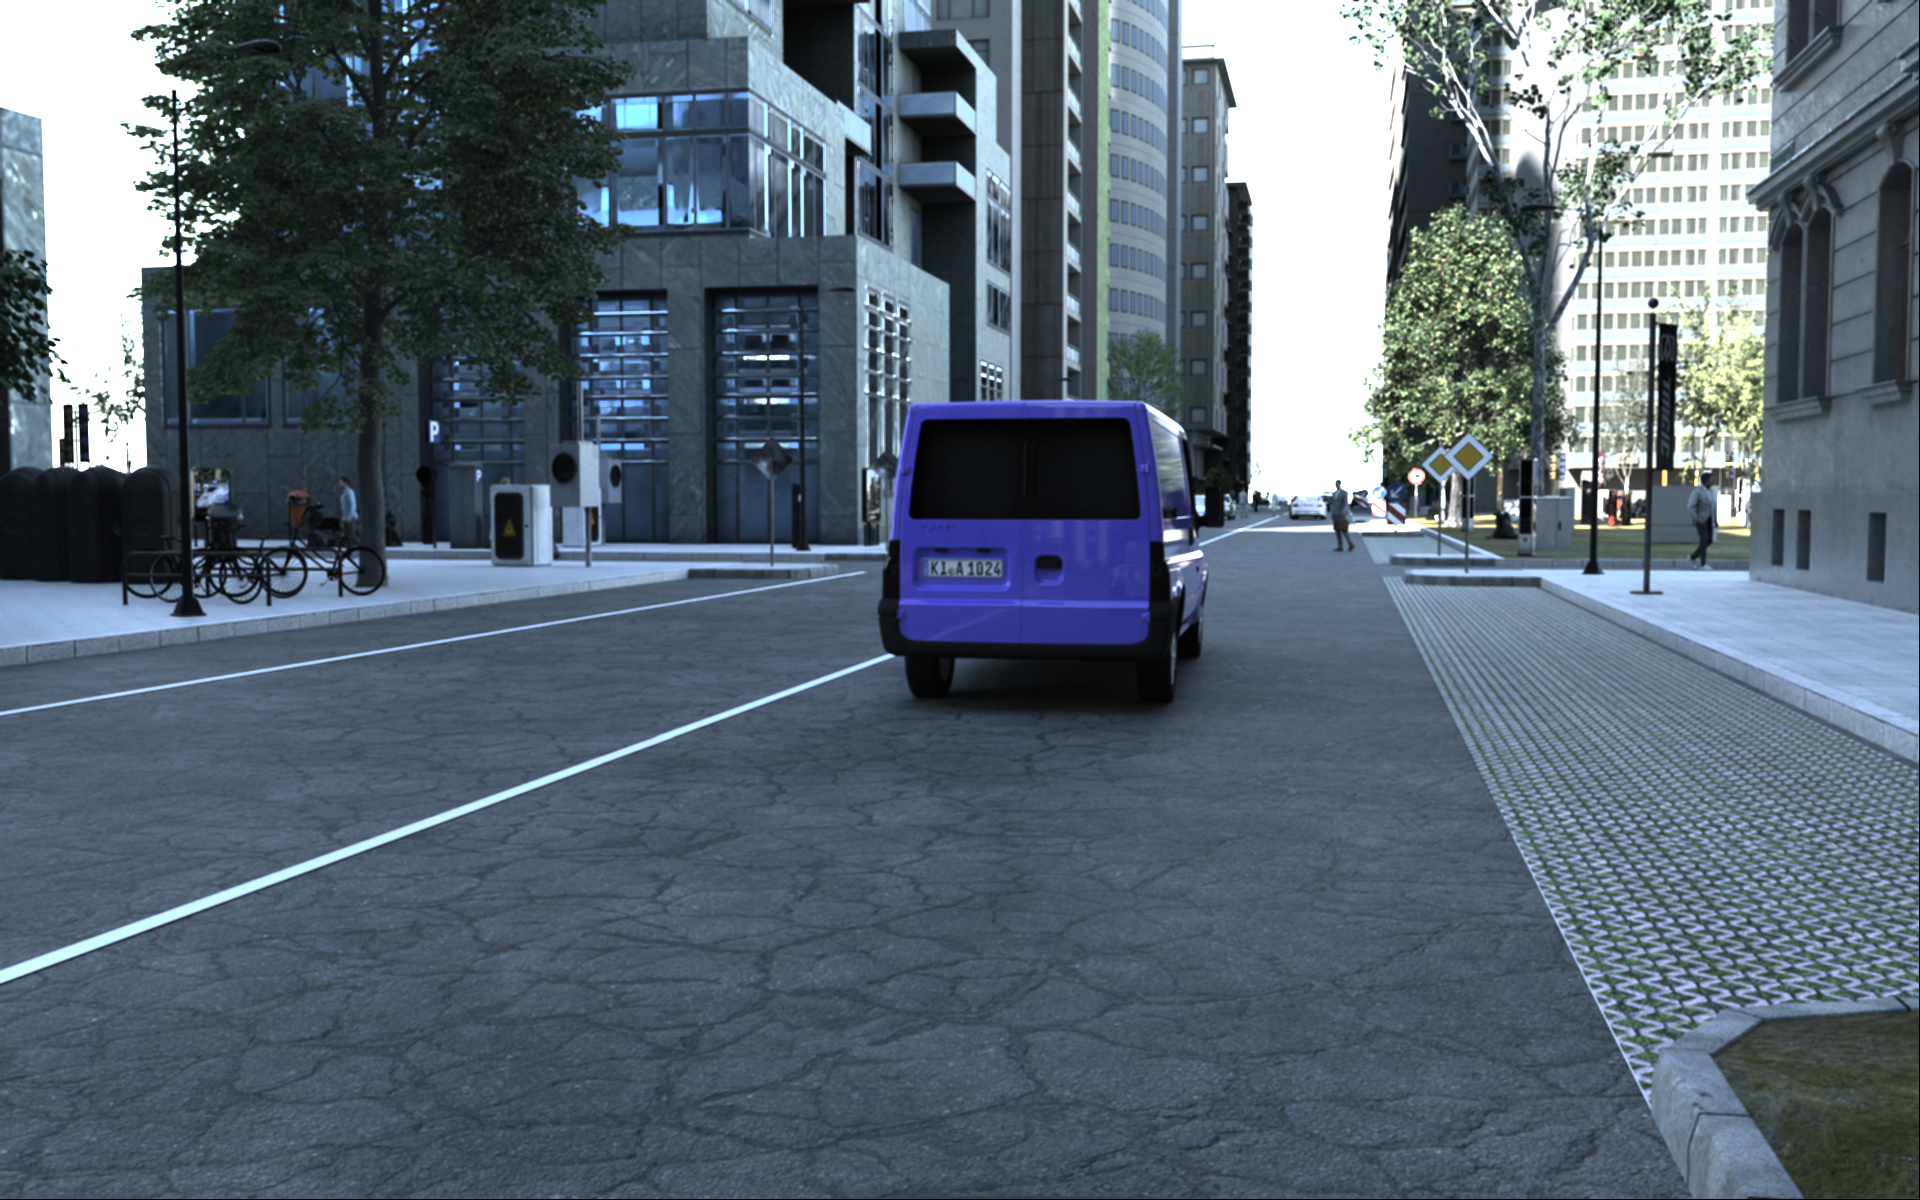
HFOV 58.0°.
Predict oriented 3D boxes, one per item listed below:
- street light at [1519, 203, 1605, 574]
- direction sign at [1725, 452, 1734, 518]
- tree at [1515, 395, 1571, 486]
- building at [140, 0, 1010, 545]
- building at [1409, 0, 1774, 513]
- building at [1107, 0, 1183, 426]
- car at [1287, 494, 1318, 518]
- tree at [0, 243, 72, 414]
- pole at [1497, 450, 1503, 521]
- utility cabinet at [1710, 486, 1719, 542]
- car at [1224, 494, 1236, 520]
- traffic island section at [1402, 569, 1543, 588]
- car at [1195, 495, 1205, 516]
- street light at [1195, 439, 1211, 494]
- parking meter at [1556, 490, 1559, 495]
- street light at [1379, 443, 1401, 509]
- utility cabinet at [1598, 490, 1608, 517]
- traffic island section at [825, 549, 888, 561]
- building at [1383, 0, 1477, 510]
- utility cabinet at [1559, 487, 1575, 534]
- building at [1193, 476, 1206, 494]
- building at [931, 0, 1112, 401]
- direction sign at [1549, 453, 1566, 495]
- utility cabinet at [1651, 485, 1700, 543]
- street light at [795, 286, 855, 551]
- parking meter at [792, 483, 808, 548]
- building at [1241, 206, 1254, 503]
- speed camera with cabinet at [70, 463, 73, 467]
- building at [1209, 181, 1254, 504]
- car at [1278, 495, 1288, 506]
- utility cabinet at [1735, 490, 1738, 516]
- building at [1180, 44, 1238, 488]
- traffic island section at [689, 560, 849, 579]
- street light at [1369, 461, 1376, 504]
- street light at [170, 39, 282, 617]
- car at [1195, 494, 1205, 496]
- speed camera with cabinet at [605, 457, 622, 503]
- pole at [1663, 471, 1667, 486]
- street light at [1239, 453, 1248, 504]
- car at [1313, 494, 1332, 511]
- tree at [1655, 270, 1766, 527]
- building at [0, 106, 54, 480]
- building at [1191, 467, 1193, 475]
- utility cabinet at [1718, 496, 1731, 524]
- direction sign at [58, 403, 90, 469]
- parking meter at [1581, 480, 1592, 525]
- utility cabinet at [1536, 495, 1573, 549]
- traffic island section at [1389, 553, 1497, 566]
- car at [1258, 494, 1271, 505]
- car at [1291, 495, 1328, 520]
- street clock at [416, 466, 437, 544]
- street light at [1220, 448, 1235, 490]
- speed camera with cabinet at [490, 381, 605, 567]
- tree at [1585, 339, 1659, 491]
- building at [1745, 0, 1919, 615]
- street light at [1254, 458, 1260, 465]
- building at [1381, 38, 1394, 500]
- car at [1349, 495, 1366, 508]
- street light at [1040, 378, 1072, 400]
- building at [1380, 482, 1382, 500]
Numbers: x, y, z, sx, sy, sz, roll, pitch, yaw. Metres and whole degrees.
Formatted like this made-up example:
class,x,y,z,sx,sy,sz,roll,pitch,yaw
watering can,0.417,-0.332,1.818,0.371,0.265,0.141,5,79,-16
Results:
class,x,y,z,sx,sy,sz,roll,pitch,yaw
street light,9.639,-3.377,27.748,1.470,5.913,1.316,1,4,12
direction sign,41.300,-6.179,93.024,0.876,3.537,0.379,-3,5,-41
tree,33.697,-9.279,102.066,4.360,8.622,3.978,0,3,0
building,-10.152,-45.602,58.265,22.319,86.520,31.000,1,4,12
building,48.934,-26.334,122.448,32.217,40.220,23.993,1,4,12
building,4.551,-35.807,127.448,21.231,58.520,28.212,1,4,12
car,20.711,-5.780,104.294,2.009,1.686,4.222,1,4,11
tree,-9.402,-1.883,14.504,4.285,4.588,4.351,0,3,0
pole,22.637,-4.818,72.616,0.158,3.312,0.155,0,3,0
utility cabinet,19.343,-2.247,45.409,1.173,1.500,0.318,-2,4,-28
car,14.395,-5.202,96.854,2.131,1.459,4.920,1,4,13
traffic island section,8.260,-0.361,28.175,2.009,0.180,2.903,1,4,12
car,10.670,-4.083,79.121,2.083,1.381,4.827,1,4,14
street light,20.271,-10.550,145.031,1.470,5.913,1.316,1,4,12
parking meter,34.204,-5.533,98.877,0.372,1.533,0.369,0,3,0
street light,30.363,-9.117,121.600,1.470,5.913,1.316,1,4,12
utility cabinet,35.016,-5.219,94.002,1.173,1.500,0.318,-1,4,-20
traffic island section,-1.641,-0.993,38.521,2.009,0.180,2.903,1,4,12
building,52.796,-33.331,168.658,21.300,48.544,21.600,1,4,12
utility cabinet,19.427,-2.865,55.519,0.318,1.500,1.173,1,4,9
building,8.386,-29.542,174.900,32.217,40.220,23.993,1,4,12
building,-0.150,-24.775,88.669,14.154,41.232,14.086,1,4,12
direction sign,33.231,-6.382,96.349,0.876,3.537,0.379,2,4,29
utility cabinet,18.475,-2.209,44.794,1.173,1.500,0.318,1,4,18
street light,-3.025,-4.061,38.941,1.470,5.913,1.316,1,4,12
parking meter,-3.814,-2.007,41.230,0.372,1.533,0.369,0,3,0
building,36.403,-37.221,258.677,14.600,45.320,14.200,1,4,12
speed camera with cabinet,-32.147,-4.268,64.115,2.038,3.252,0.660,-3,5,-39
building,28.662,-35.704,238.384,22.147,44.769,28.867,1,4,12
car,39.622,-12.349,214.262,2.083,1.381,4.827,1,4,12
utility cabinet,44.387,-5.454,97.857,1.173,1.500,0.318,-1,4,-17
building,18.392,-38.015,210.778,28.713,52.752,27.495,1,4,12
traffic island section,-3.354,-0.516,30.722,2.009,0.180,2.903,1,4,12
street light,36.922,-10.970,151.899,1.470,5.913,1.316,1,4,12
street light,-7.617,-2.779,17.978,1.470,5.913,1.316,1,4,12
car,17.162,-6.996,123.188,1.959,1.807,4.718,1,4,10
speed camera with cabinet,-9.016,-2.944,42.474,0.660,3.252,2.038,1,4,16
pole,39.437,-6.306,96.951,0.158,3.312,0.155,0,3,0
street light,31.259,-13.580,194.571,1.470,5.913,1.316,1,4,12
car,30.212,-8.186,145.635,2.131,1.459,4.920,1,4,12
tree,24.995,-6.581,57.963,4.737,8.622,4.395,0,3,0
building,-33.222,-43.255,19.892,31.000,86.520,22.319,1,4,12
building,9.841,-43.584,150.848,20.563,71.187,20.611,1,4,12
utility cabinet,32.512,-3.864,74.342,1.020,1.237,0.306,2,4,31
direction sign,-22.133,-3.146,43.439,0.876,3.537,0.379,1,4,23
parking meter,25.750,-4.001,71.128,0.399,1.863,0.255,-1,4,-15
utility cabinet,13.689,-1.778,40.229,1.020,1.237,0.306,-1,4,-9
traffic island section,9.973,-0.838,35.975,2.009,0.180,2.903,1,4,12
car,38.766,-12.954,221.586,2.009,1.686,4.222,1,4,13
car,19.808,-5.252,98.229,2.083,1.381,4.827,1,4,14
street clock,-13.604,-2.426,44.230,0.471,2.002,0.358,1,4,17
street light,26.923,-12.402,175.310,1.470,5.913,1.316,1,4,12
speed camera with cabinet,-7.358,-2.218,30.606,2.038,3.252,0.660,2,4,27
tree,32.049,-8.124,83.191,4.360,8.622,3.978,0,3,0
building,15.534,-13.796,12.961,14.401,28.519,23.554,1,4,12
street light,37.832,-15.440,224.987,1.470,5.913,1.316,1,4,12
building,65.631,-41.694,223.694,21.231,58.520,28.212,1,4,12
car,41.052,-10.127,178.154,1.945,1.354,3.894,1,4,12
street light,3.778,-5.927,69.449,1.470,5.913,1.316,1,4,12
building,77.077,-34.039,248.420,32.217,40.220,23.993,1,4,12
